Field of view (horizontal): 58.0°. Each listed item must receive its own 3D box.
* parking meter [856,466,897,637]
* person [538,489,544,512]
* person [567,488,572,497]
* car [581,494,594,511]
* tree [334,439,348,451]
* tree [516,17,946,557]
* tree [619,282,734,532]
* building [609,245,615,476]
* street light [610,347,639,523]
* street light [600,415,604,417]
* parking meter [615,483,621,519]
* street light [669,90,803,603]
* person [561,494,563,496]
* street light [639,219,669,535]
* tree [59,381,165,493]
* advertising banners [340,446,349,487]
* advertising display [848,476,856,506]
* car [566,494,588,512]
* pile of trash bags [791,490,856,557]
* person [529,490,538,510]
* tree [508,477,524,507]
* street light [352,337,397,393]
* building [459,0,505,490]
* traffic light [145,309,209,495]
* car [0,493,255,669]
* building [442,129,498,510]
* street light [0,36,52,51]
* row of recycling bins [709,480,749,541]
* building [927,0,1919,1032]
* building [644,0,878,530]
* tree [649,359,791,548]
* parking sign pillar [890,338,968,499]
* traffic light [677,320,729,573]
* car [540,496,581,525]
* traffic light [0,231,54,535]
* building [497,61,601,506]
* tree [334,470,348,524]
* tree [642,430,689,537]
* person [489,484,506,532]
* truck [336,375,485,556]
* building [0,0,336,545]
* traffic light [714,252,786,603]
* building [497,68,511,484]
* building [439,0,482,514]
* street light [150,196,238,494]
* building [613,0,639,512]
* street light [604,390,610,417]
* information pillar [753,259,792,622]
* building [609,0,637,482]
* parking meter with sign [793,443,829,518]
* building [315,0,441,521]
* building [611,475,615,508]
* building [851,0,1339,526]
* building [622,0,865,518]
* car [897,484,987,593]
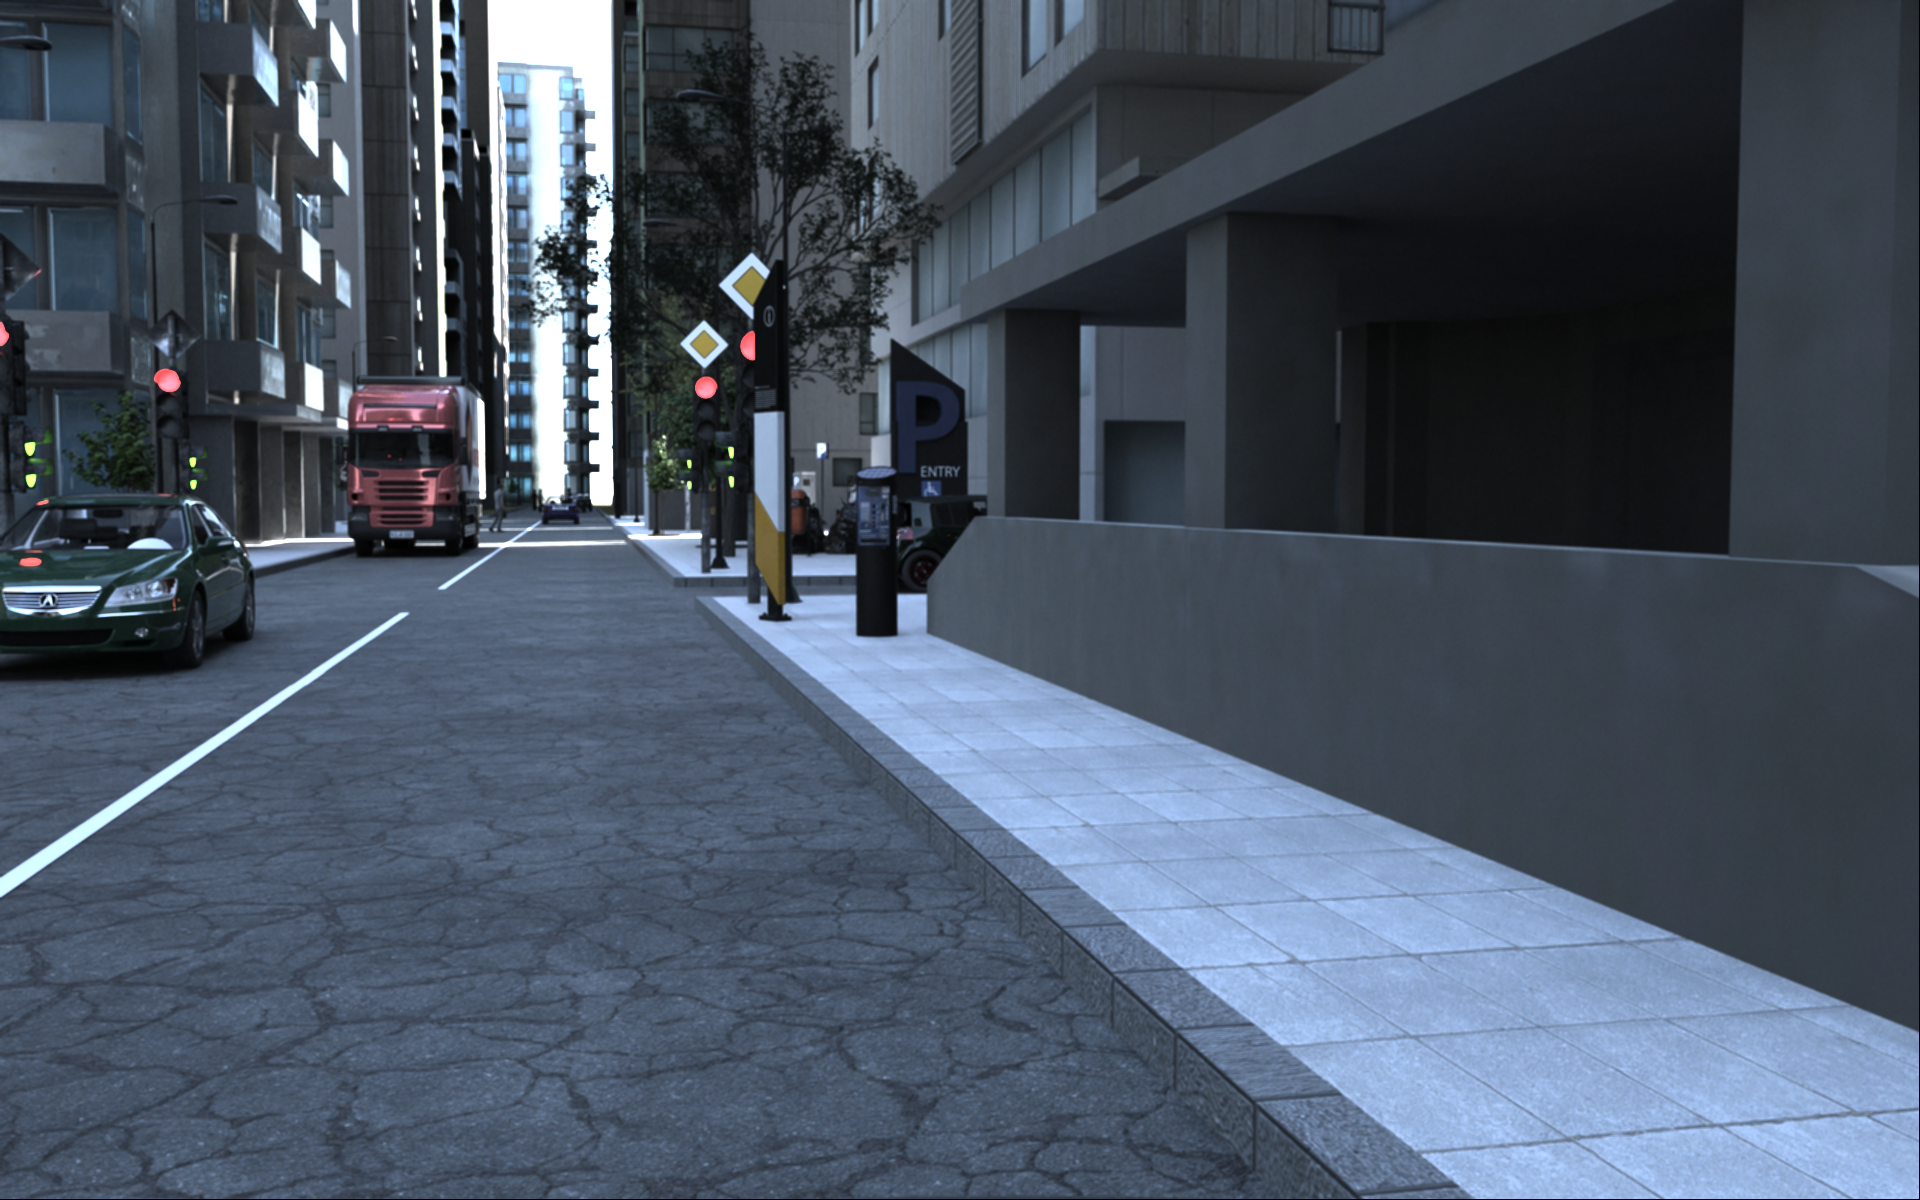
[{"bbox_3d":[-0.754,-0.445,15.684,0.372,1.533,0.369,0,3,0],"label":"parking meter"},{"bbox_3d":[-33.688,-7.992,139.153,0.705,1.826,1.348,0,4,3],"label":"person"},{"bbox_3d":[-24.269,-6.045,107.436,0.705,1.812,1.348,-1,4,-20],"label":"person"},{"bbox_3d":[-31.503,-8.086,143.996,2.131,1.459,4.920,-1,4,-12],"label":"car"},{"bbox_3d":[-22.664,-5.110,67.264,4.285,4.588,4.351,0,3,0],"label":"tree"},{"bbox_3d":[-4.705,-6.139,34.783,8.767,10.594,7.601,-1,4,-9],"label":"tree"},{"bbox_3d":[-9.205,-6.577,57.897,4.737,8.622,4.395,0,3,0],"label":"tree"},{"bbox_3d":[-31.642,-25.716,192.161,14.107,30.474,14.160,-1,4,-12],"label":"building"},{"bbox_3d":[-9.970,-4.966,53.733,1.470,5.913,1.316,-1,4,-12],"label":"street light"},{"bbox_3d":[-20.364,-7.884,101.437,1.470,5.913,1.316,-1,4,-12],"label":"street light"},{"bbox_3d":[-17.960,-5.206,90.830,0.255,1.863,0.399,-1,4,-17],"label":"parking meter"},{"bbox_3d":[-2.570,-2.916,20.211,1.470,5.913,1.316,-1,4,-12],"label":"street light"},{"bbox_3d":[-35.391,-8.692,153.871,0.557,1.426,1.065,-1,4,-14],"label":"person"},{"bbox_3d":[-4.679,-3.488,29.568,1.470,5.913,1.316,-1,4,-12],"label":"street light"},{"bbox_3d":[-14.044,-2.128,29.396,1.663,3.219,1.824,0,3,0],"label":"tree"},{"bbox_3d":[-22.136,-4.150,64.040,0.090,3.025,2.074,2,4,34],"label":"advertising banners"},{"bbox_3d":[-3.704,-3.425,61.212,0.123,1.923,0.974,-2,4,-30],"label":"advertising display"},{"bbox_3d":[-30.352,-7.608,136.185,2.131,1.459,4.920,-1,4,-12],"label":"car"},{"bbox_3d":[-3.015,-1.667,37.004,1.912,1.369,3.447,1,4,13],"label":"pile of trash bags"},{"bbox_3d":[-37.727,-8.868,153.454,1.348,1.831,0.705,3,5,44],"label":"person"},{"bbox_3d":[-45.306,-11.058,175.398,1.663,3.219,1.824,0,3,0],"label":"tree"},{"bbox_3d":[-17.351,-4.818,51.322,1.470,5.913,1.316,-1,4,-12],"label":"street light"},{"bbox_3d":[-47.151,-30.536,149.375,14.600,45.320,14.200,-1,4,-12],"label":"building"},{"bbox_3d":[-11.922,-2.289,26.341,0.839,4.253,0.868,-1,4,-12],"label":"traffic light"},{"bbox_3d":[-7.525,-0.226,15.496,2.131,1.459,4.920,-1,4,-14],"label":"car"},{"bbox_3d":[-44.074,-22.268,135.779,14.160,30.474,14.107,-1,4,-12],"label":"building"},{"bbox_3d":[-9.923,-2.759,17.645,1.470,5.913,1.316,-1,4,-12],"label":"street light"},{"bbox_3d":[-6.392,-2.556,48.901,1.069,1.692,3.534,-1,4,-18],"label":"row of recycling bins"},{"bbox_3d":[16.913,-19.543,11.405,32.217,40.220,23.993,-1,4,-12],"label":"building"},{"bbox_3d":[-5.608,-18.155,68.531,14.160,30.474,14.107,-1,4,-12],"label":"building"},{"bbox_3d":[-5.743,-3.547,41.703,4.285,4.588,4.351,0,3,0],"label":"tree"},{"bbox_3d":[-0.536,-2.546,30.093,1.447,3.967,1.447,-1,4,-10],"label":"parking sign pillar"},{"bbox_3d":[-4.148,-2.393,28.052,0.839,4.253,0.868,-1,4,-12],"label":"traffic light"},{"bbox_3d":[-19.090,-4.295,82.810,1.945,1.354,3.894,-1,4,-13],"label":"car"},{"bbox_3d":[-10.215,-1.812,18.540,0.839,4.253,0.868,-1,4,-12],"label":"traffic light"},{"bbox_3d":[-55.354,-34.922,190.587,30.456,49.044,23.786,-1,4,-12],"label":"building"},{"bbox_3d":[-26.238,-4.905,74.806,1.663,3.219,1.824,0,3,0],"label":"tree"},{"bbox_3d":[-8.975,-3.519,52.130,1.663,3.219,1.824,0,3,0],"label":"tree"},{"bbox_3d":[-17.385,-3.475,65.433,0.709,1.813,0.853,3,4,39],"label":"person"},{"bbox_3d":[-13.499,-3.333,43.412,2.839,4.237,11.283,-1,4,-12],"label":"truck"},{"bbox_3d":[-28.185,-25.888,42.881,23.786,49.044,30.456,-1,4,-12],"label":"building"},{"bbox_3d":[-2.441,-1.916,20.251,0.839,4.253,0.868,-1,4,-12],"label":"traffic light"},{"bbox_3d":[-50.295,-29.427,164.727,14.086,41.232,14.154,-1,4,-12],"label":"building"},{"bbox_3d":[-42.519,-48.805,110.641,22.319,86.520,31.000,-1,4,-12],"label":"building"},{"bbox_3d":[-11.954,-3.333,27.038,1.470,5.913,1.316,-1,4,-12],"label":"street light"},{"bbox_3d":[-15.372,-42.190,128.062,20.563,71.187,20.611,-1,4,-12],"label":"building"},{"bbox_3d":[-15.058,-6.424,77.567,1.470,5.913,1.316,-1,4,-12],"label":"street light"},{"bbox_3d":[-1.926,-1.603,17.558,0.183,3.616,0.504,-3,4,-36],"label":"information pillar"},{"bbox_3d":[-22.132,-30.327,145.959,14.600,45.320,14.200,-1,4,-12],"label":"building"},{"bbox_3d":[-5.283,-3.808,58.520,1.738,3.016,0.543,-3,5,-43],"label":"parking meter with sign"},{"bbox_3d":[-33.326,-24.572,85.354,14.154,41.232,14.086,-1,4,-12],"label":"building"},{"bbox_3d":[-17.319,-29.059,166.996,32.217,40.220,23.993,-1,4,-12],"label":"building"},{"bbox_3d":[12.064,-27.783,43.493,27.495,52.752,28.713,-1,4,-12],"label":"building"},{"bbox_3d":[-14.386,-20.743,110.849,14.160,30.474,14.107,-1,4,-12],"label":"building"},{"bbox_3d":[0.662,-0.993,26.019,4.222,1.686,2.009,-1,4,-12],"label":"car"}]
